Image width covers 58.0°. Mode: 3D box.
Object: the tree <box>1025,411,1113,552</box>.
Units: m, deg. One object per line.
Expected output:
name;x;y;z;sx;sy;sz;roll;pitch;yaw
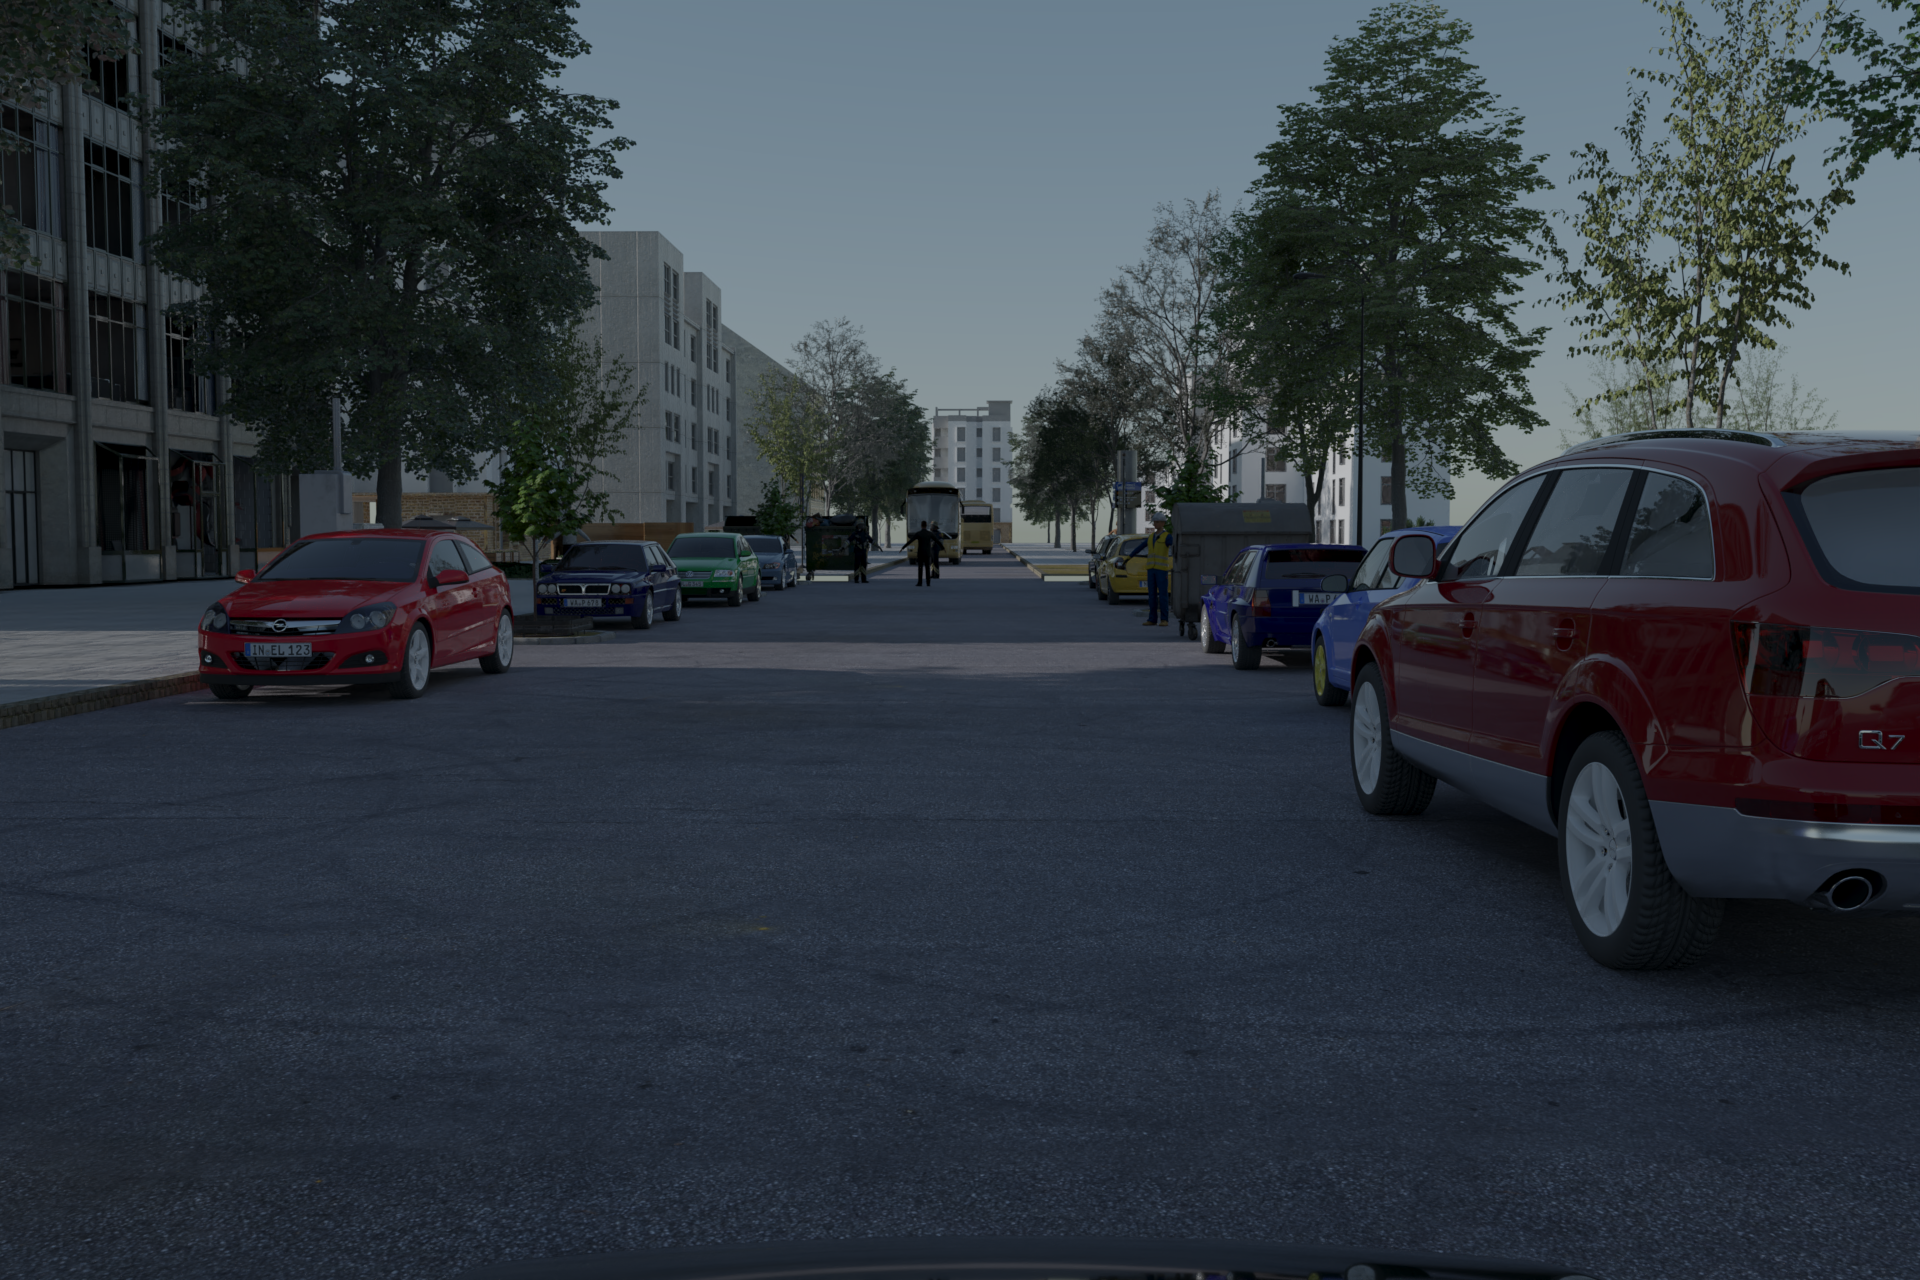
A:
tree;7.879;-11.529;122.915;7.601;10.594;8.767;-2;4;-33

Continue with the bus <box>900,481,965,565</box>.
bus;-1.155;-5.674;84.313;2.896;3.916;12.252;0;4;1

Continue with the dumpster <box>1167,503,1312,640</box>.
dumpster;3.826;-0.951;23.772;1.865;1.857;1.264;0;3;0

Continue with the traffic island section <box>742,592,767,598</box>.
traffic island section;-5.486;-1.031;39.724;1.991;0.108;1.994;0;4;1

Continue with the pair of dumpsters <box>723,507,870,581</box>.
pair of dumpsters;-4.971;-2.923;52.735;4.436;2.255;1.574;0;4;0

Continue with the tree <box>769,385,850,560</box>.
tree;-7.929;-8.312;86.265;4.360;8.622;3.978;0;3;0

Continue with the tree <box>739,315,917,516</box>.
tree;-7.363;-11.416;97.029;12.009;13.543;11.850;0;3;0

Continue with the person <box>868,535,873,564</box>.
person;-3.974;-4.105;73.256;0.704;1.843;1.345;1;4;22

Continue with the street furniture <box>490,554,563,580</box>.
street furniture;-11.847;-2.314;53.463;5.734;0.657;10.072;1;4;17

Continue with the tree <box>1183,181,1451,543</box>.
tree;10.172;-7.563;49.404;9.928;11.665;9.643;0;3;0

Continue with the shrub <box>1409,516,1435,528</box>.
shrub;17.791;-3.812;66.739;1.690;2.028;1.600;0;3;0

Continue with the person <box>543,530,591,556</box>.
person;-10.126;-2.370;44.901;1.344;1.810;0.704;-2;4;-30

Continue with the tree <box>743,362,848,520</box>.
tree;-7.314;-7.613;74.833;4.737;8.622;4.395;0;3;0

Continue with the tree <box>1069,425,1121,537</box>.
tree;8.375;-9.655;108.215;4.360;8.622;3.978;0;3;0

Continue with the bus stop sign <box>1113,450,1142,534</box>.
bus stop sign;5.273;-4.018;54.706;0.837;3.901;0.837;0;4;0

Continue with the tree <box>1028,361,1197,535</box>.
tree;7.612;-9.342;87.155;8.767;10.594;7.601;-1;4;-15

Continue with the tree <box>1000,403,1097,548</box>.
tree;8.817;-15.373;158.007;9.857;13.997;8.962;0;3;0

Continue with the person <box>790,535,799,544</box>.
person;-6.832;-3.781;67.759;0.705;1.837;1.347;3;4;36

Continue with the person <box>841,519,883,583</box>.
person;-2.899;-2.592;50.609;1.354;1.856;0.705;-2;4;-30

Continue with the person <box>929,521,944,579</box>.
person;-0.839;-2.902;55.677;0.705;1.856;1.354;-2;4;-29

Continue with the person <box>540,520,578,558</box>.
person;-13.891;-3.292;59.961;1.346;1.812;0.704;0;4;3

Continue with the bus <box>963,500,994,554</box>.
bus;1.003;-8.136;124.571;2.896;3.916;12.252;0;4;0

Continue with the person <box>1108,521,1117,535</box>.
person;5.322;-3.143;58.191;1.217;1.733;0.721;1;4;10

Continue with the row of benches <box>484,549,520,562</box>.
row of benches;-18.695;-3.372;70.598;1.422;0.672;4.104;0;4;-1

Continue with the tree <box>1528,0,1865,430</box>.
tree;9.415;-4.384;22.039;4.737;8.622;4.395;0;3;0

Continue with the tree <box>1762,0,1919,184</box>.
tree;10.260;-5.375;13.633;9.928;11.665;9.643;0;3;0

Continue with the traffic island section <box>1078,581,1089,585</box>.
traffic island section;4.366;-1.614;49.260;1.991;0.108;1.994;0;4;0

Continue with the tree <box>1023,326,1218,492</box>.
tree;7.287;-8.663;76.057;8.767;10.594;7.601;-1;4;-20

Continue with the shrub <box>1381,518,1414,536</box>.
shrub;16.586;-3.704;64.981;1.690;2.028;1.600;0;3;0

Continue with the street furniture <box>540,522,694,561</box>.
street furniture;-12.145;-3.811;69.165;9.812;1.723;11.010;-1;4;-17

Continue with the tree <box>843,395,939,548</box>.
tree;-6.485;-15.222;155.528;9.857;13.997;8.962;0;3;0

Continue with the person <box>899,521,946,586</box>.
person;-0.998;-2.374;47.490;1.346;1.802;0.704;-1;4;-18

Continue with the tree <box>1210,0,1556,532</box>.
tree;9.241;-7.318;37.773;7.486;12.596;7.792;0;3;0

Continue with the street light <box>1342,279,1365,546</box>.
street light;7.686;-3.566;30.847;1.470;5.913;1.316;0;4;1

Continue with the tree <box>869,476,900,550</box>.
tree;-6.653;-11.779;142.954;4.360;8.622;3.978;0;3;0

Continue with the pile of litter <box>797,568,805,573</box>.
pile of litter;-5.698;-2.632;56.998;1.176;0.858;1.719;0;4;2

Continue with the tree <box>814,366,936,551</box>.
tree;-6.568;-13.711;130.829;9.857;13.997;8.962;0;3;0

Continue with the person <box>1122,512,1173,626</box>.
person;3.045;-1.105;26.987;1.216;1.772;0.721;3;5;42

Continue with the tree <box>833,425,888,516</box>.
tree;-7.589;-10.215;117.381;4.360;8.622;3.978;0;3;0
